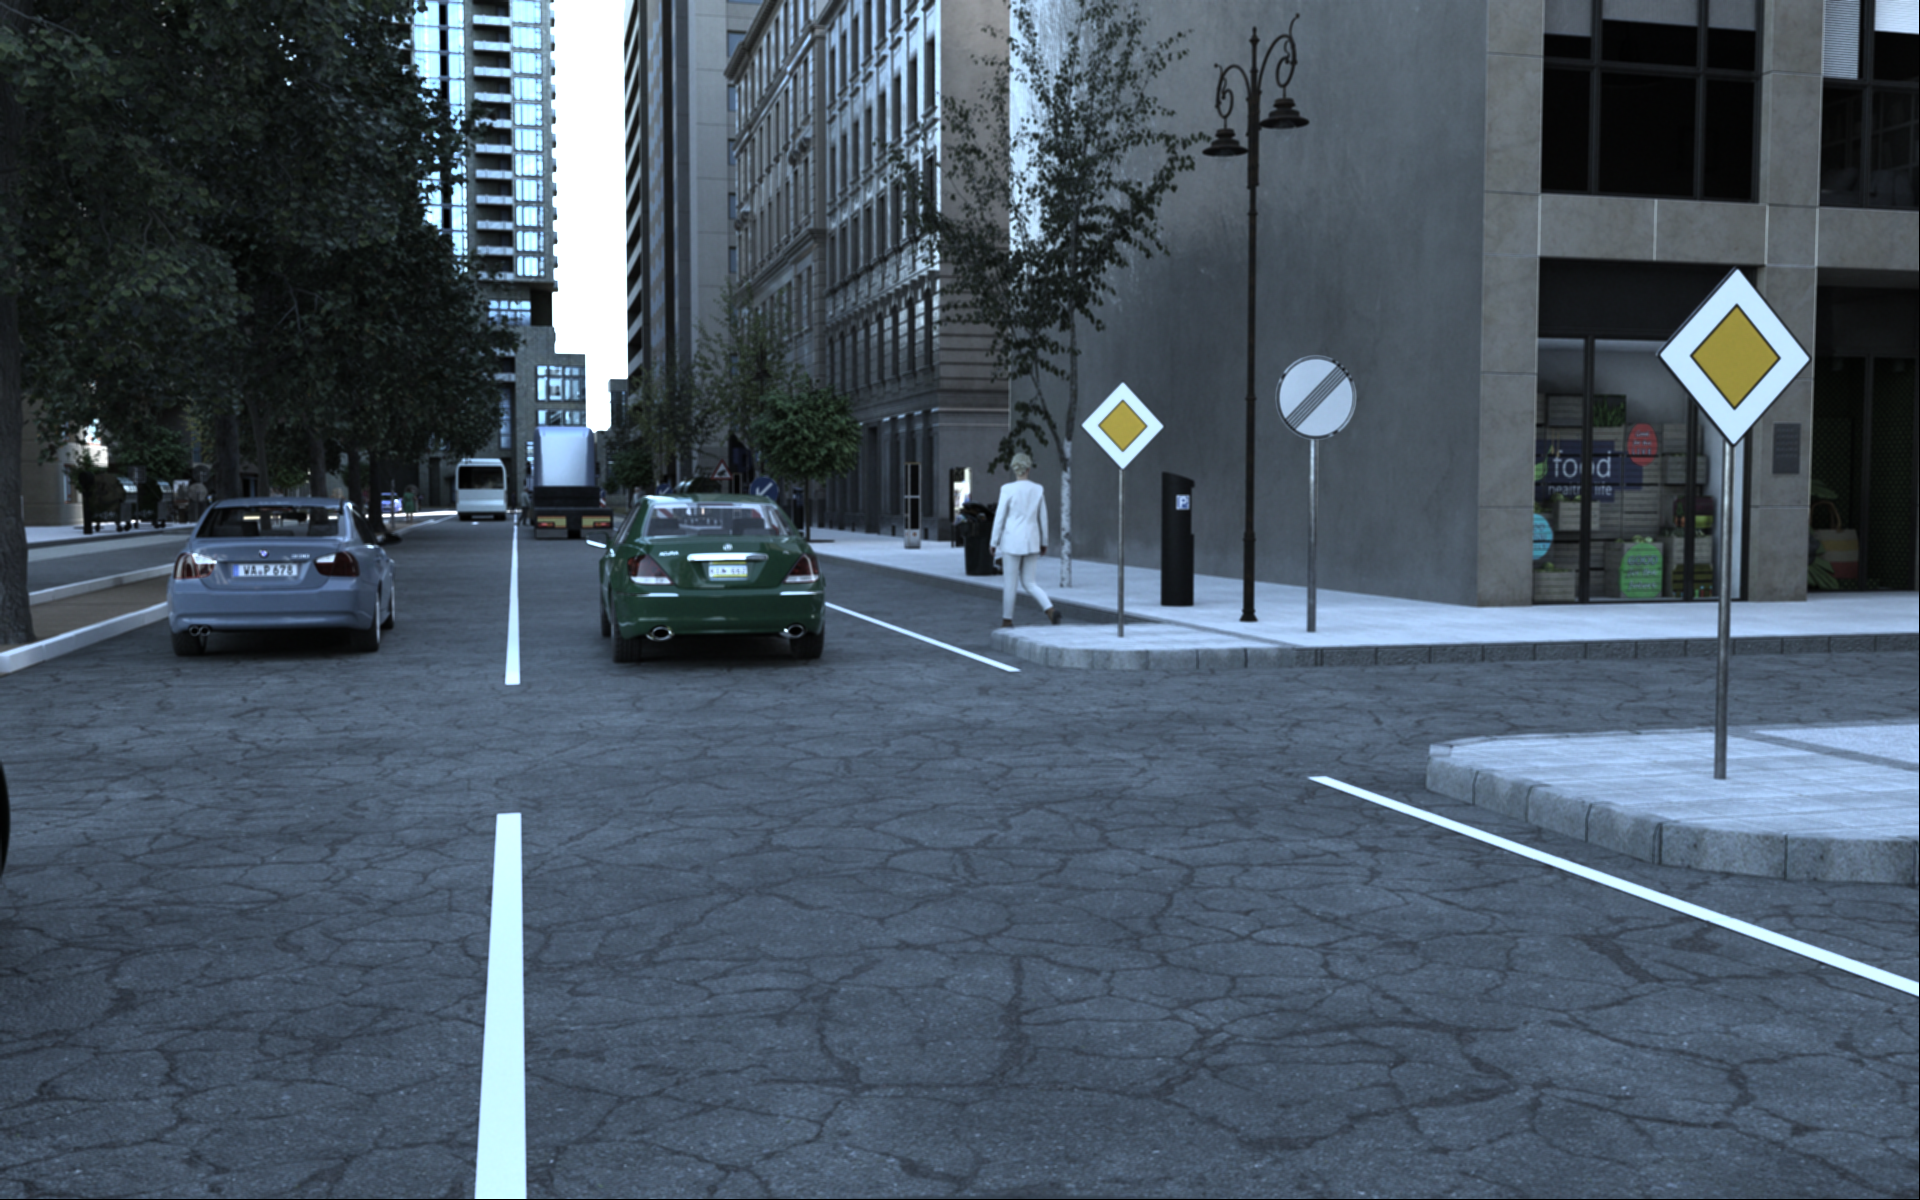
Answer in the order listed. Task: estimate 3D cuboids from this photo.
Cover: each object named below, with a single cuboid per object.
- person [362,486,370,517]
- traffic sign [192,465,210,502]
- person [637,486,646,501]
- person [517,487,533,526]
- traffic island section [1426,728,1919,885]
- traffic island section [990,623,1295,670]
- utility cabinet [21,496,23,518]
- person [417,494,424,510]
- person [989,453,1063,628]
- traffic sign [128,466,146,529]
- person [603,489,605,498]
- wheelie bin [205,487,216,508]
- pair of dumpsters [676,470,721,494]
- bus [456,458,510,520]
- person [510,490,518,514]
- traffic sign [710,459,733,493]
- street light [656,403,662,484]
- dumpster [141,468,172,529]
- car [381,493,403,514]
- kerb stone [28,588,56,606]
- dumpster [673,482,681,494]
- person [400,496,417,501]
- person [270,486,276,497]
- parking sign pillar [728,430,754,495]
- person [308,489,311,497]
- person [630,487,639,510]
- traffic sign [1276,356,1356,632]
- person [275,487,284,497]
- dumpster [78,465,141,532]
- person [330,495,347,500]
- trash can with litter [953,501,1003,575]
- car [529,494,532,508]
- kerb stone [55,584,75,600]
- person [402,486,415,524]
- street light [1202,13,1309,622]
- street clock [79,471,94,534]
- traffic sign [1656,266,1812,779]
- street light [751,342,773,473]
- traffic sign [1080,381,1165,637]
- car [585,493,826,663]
[{"bbox_3d":[-27.210,-4.341,79.442,0.573,1.828,0.580,1,4,14],"label":"person"},{"bbox_3d":[-32.921,-4.592,75.188,0.768,2.556,0.104,-1,4,-8],"label":"traffic sign"},{"bbox_3d":[-14.379,-4.248,78.060,0.767,1.812,0.694,1,4,21],"label":"person"},{"bbox_3d":[-19.403,-4.181,77.339,0.782,1.767,0.515,3,5,42],"label":"person"},{"bbox_3d":[3.444,0.884,7.825,2.009,0.180,2.903,-1,4,-14],"label":"traffic island section"},{"bbox_3d":[1.461,0.411,15.561,2.009,0.180,2.903,-1,4,-14],"label":"traffic island section"},{"bbox_3d":[-30.334,-2.680,54.979,1.020,1.237,0.306,-1,4,-18],"label":"utility cabinet"},{"bbox_3d":[-47.506,-8.611,152.528,0.697,1.427,0.421,-2,4,-34],"label":"person"},{"bbox_3d":[0.656,-0.548,17.346,0.818,1.842,0.514,3,5,41],"label":"person"},{"bbox_3d":[-29.895,-3.718,62.914,0.606,2.300,0.079,0,4,-7],"label":"traffic sign"},{"bbox_3d":[-24.513,-6.744,118.762,0.705,1.824,1.348,0,4,-8],"label":"person"},{"bbox_3d":[-34.428,-4.397,79.799,0.693,1.594,0.980,-2,4,-26],"label":"wheelie bin"},{"bbox_3d":[-10.681,-4.203,71.213,1.574,2.255,4.437,-1,4,-14],"label":"pair of dumpsters"},{"bbox_3d":[-26.771,-6.261,97.228,2.948,3.499,13.247,-1,4,-14],"label":"bus"},{"bbox_3d":[-32.271,-7.087,125.286,0.530,1.710,0.541,-1,4,-12],"label":"person"},{"bbox_3d":[-8.794,-3.919,64.075,0.884,2.594,0.081,-1,4,-12],"label":"traffic sign"},{"bbox_3d":[-15.257,-7.070,88.385,0.468,5.910,1.993,-1,4,-14],"label":"street light"},{"bbox_3d":[-30.243,-3.782,64.331,1.502,2.255,1.985,-1,4,-14],"label":"dumpster"},{"bbox_3d":[-41.328,-7.078,125.314,1.945,1.707,3.694,-1,4,-15],"label":"car"},{"bbox_3d":[-12.086,-0.025,22.708,0.120,0.150,1.000,-1,4,-14],"label":"kerb stone"},{"bbox_3d":[-11.637,-4.208,74.566,1.264,1.857,1.865,-1,4,-14],"label":"dumpster"},{"bbox_3d":[-38.943,-6.926,122.454,1.217,1.743,0.721,-1,4,-14],"label":"person"},{"bbox_3d":[-31.572,-4.314,79.373,0.599,1.781,0.374,0,4,-2],"label":"person"},{"bbox_3d":[-9.248,-5.189,73.319,1.447,3.967,1.447,2,4,28],"label":"parking sign pillar"},{"bbox_3d":[-30.626,-4.428,81.902,0.512,1.701,0.522,-1,4,-9],"label":"person"},{"bbox_3d":[-15.547,-4.551,83.387,0.782,1.767,0.515,2,4,30],"label":"person"},{"bbox_3d":[3.273,-0.976,16.056,0.768,2.556,0.104,-1,4,-9],"label":"traffic sign"},{"bbox_3d":[-29.093,-3.957,73.940,0.466,1.731,0.760,-1,4,-17],"label":"person"},{"bbox_3d":[-28.886,-3.438,58.701,1.502,2.255,1.985,-1,4,-14],"label":"dumpster"},{"bbox_3d":[-40.349,-6.345,112.251,1.348,1.824,0.705,-3,5,-42],"label":"person"},{"bbox_3d":[0.454,-0.987,27.530,1.055,1.170,0.624,-3,5,-42],"label":"trash can with litter"},{"bbox_3d":[-33.610,-7.659,137.225,2.014,1.417,4.499,-1,4,-14],"label":"car"},{"bbox_3d":[-12.339,-0.092,23.704,0.120,0.150,1.000,-1,4,-14],"label":"kerb stone"},{"bbox_3d":[-26.376,-4.534,82.880,0.600,1.795,0.529,-2,4,-28],"label":"person"},{"bbox_3d":[2.912,-2.723,17.301,0.468,5.910,1.993,-1,4,-14],"label":"street light"},{"bbox_3d":[-27.741,-3.087,55.043,0.471,2.002,0.358,2,4,28],"label":"street clock"},{"bbox_3d":[3.423,-0.251,7.742,0.795,2.450,0.064,-1,4,-14],"label":"traffic sign"},{"bbox_3d":[-6.047,-4.898,52.875,0.468,5.910,1.993,-1,4,-14],"label":"street light"},{"bbox_3d":[1.440,-0.724,15.478,0.795,2.450,0.064,-1,4,-14],"label":"traffic sign"},{"bbox_3d":[-2.421,-0.276,16.315,2.131,1.459,4.920,-1,4,-13],"label":"car"}]
